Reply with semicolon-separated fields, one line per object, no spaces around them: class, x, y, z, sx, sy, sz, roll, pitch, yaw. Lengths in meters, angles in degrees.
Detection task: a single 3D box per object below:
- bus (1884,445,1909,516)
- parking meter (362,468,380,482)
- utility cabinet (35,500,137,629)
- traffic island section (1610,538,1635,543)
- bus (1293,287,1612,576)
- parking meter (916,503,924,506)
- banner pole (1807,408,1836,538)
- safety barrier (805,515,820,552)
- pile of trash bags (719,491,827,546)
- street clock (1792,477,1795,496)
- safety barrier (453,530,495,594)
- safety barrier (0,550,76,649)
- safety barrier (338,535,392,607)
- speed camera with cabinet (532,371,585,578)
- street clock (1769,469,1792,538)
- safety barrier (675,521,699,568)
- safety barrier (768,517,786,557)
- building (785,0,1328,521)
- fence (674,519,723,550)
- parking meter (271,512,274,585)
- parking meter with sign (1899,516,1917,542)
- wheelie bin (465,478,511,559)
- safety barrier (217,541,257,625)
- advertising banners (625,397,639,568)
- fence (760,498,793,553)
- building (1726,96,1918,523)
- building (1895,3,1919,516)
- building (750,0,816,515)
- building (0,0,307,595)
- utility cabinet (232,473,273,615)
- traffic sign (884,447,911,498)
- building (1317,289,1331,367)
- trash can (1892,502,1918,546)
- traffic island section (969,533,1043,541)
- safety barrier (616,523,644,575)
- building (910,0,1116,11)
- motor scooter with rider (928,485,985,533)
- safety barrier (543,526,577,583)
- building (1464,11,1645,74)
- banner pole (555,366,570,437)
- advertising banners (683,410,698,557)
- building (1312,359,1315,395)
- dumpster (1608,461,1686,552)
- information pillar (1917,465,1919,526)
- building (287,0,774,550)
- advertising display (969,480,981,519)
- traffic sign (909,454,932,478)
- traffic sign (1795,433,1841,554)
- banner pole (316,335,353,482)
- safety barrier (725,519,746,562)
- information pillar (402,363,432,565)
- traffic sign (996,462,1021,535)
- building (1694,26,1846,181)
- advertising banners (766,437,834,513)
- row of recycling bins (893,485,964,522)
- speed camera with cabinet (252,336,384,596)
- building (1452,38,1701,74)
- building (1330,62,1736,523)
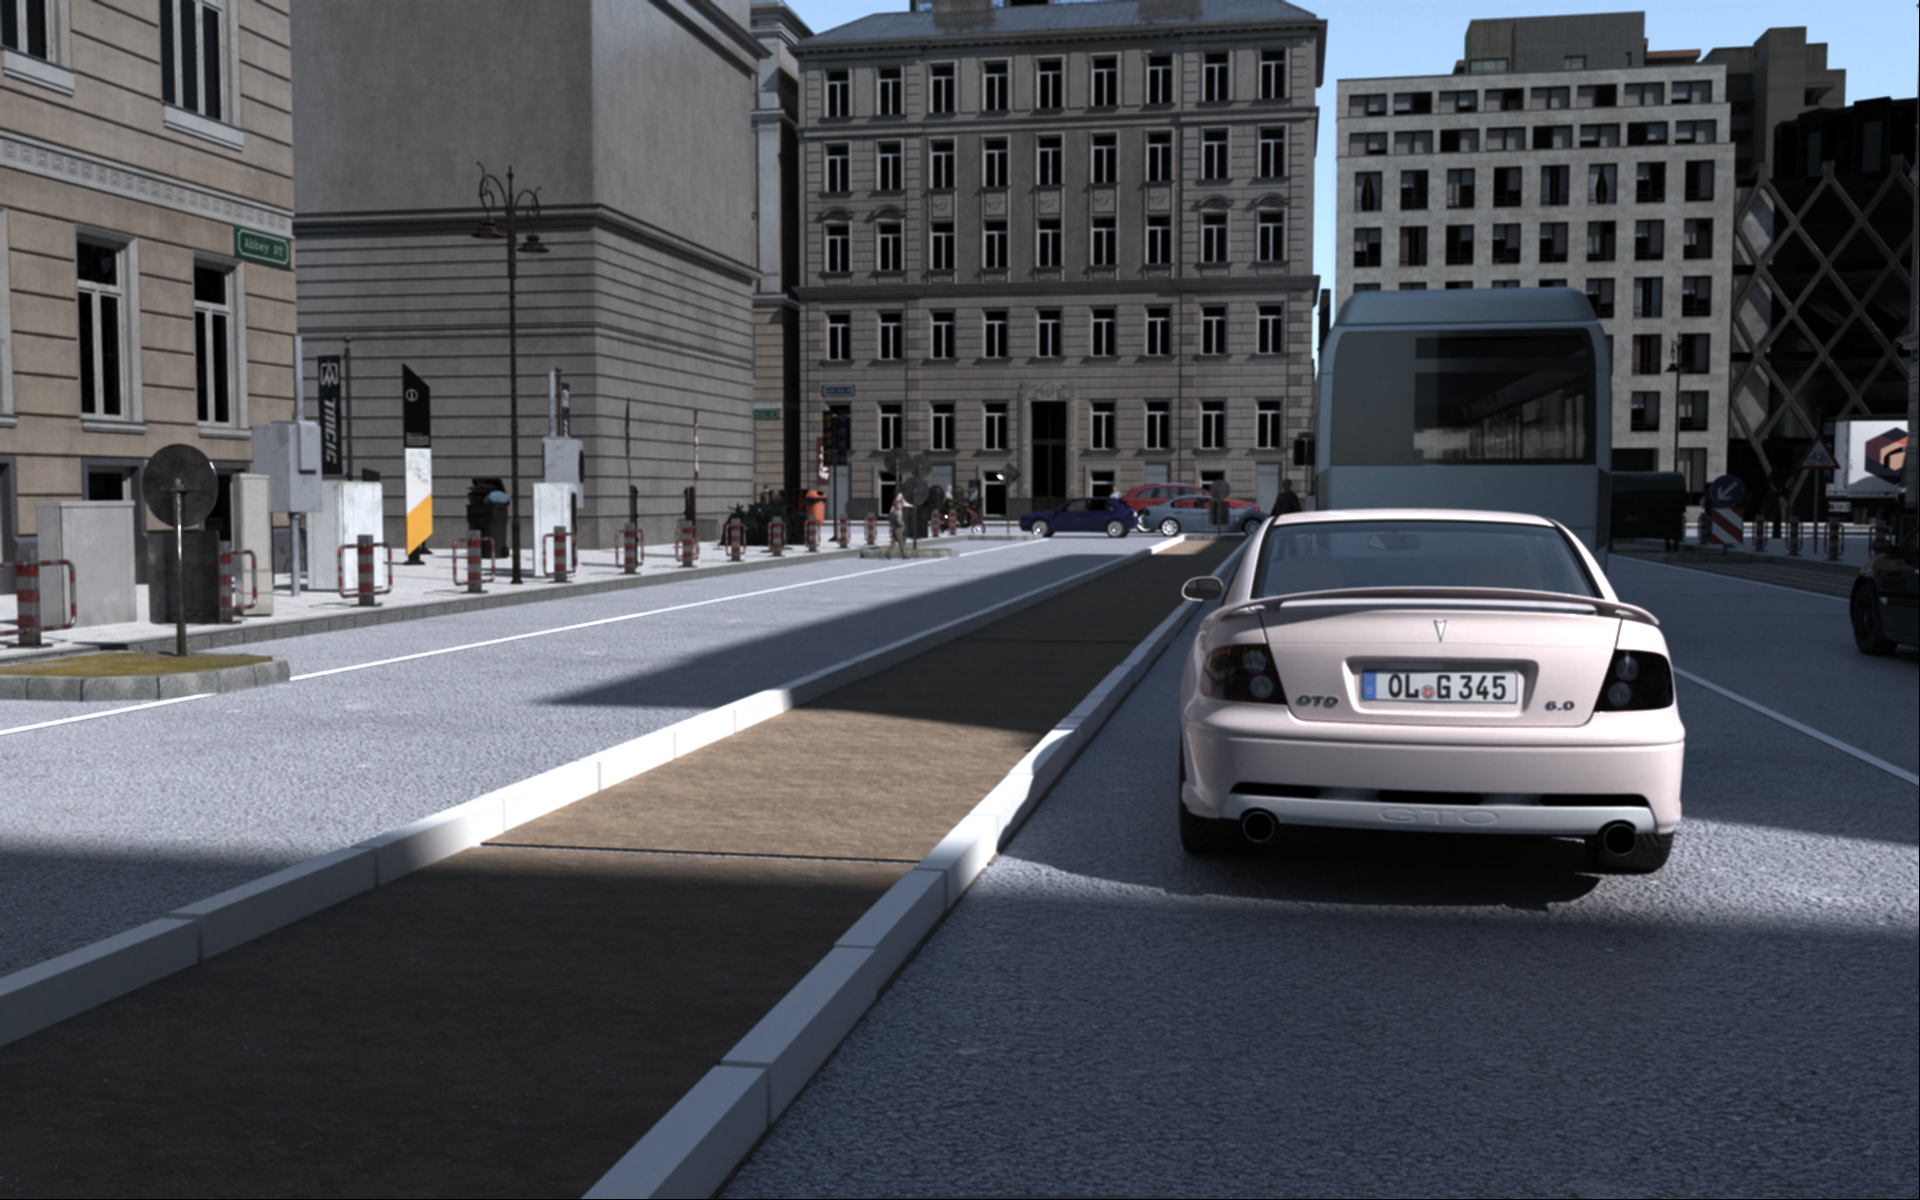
bus;37.889;-4.049;57.756;12.252;3.916;2.896;1;4;12
parking meter;-13.257;-2.041;39.085;0.399;1.863;0.255;-2;4;-24
utility cabinet;-8.527;-0.352;16.922;0.306;1.237;1.020;1;4;13
traffic island section;18.729;-1.786;51.487;2.009;0.180;2.903;1;4;11
bus;5.744;-1.662;22.039;2.948;3.499;13.247;1;4;11
parking meter;-1.239;-2.569;50.411;0.372;1.533;0.369;0;3;0
banner pole;25.117;-3.693;50.392;0.863;3.779;0.401;-1;4;-16
safety barrier;-3.244;-1.457;38.096;0.300;0.817;1.120;1;4;11
pile of trash bags;-4.476;-2.090;43.917;1.912;1.369;3.447;2;4;29
street clock;35.800;-4.294;74.783;0.358;2.002;0.471;0;4;-6
safety barrier;-6.265;-0.493;22.343;0.300;0.817;1.120;1;4;11
safety barrier;-7.776;-0.011;14.458;0.300;0.817;1.120;1;4;11
safety barrier;-6.764;-0.333;19.719;0.300;0.817;1.120;1;4;11
speed camera with cabinet;-6.299;-2.011;27.216;0.660;3.252;2.038;0;4;-6
street clock;23.679;-2.788;50.155;0.471;2.002;0.358;0;4;-1
safety barrier;-4.754;-0.975;30.212;0.300;0.817;1.120;1;4;11
safety barrier;-3.746;-1.296;35.465;0.300;0.817;1.120;1;4;11
building;5.207;-17.662;86.045;25.104;27.353;12.463;1;4;11
fence;-6.191;-1.559;40.867;0.278;0.683;2.069;-3;4;-37
parking meter;-9.903;-0.982;24.462;0.372;1.533;0.369;0;3;0
parking meter with sign;19.023;-2.257;33.161;1.738;3.016;0.543;1;4;18
wheelie bin;-9.375;-1.623;34.438;0.980;1.594;0.693;1;4;15
safety barrier;-7.275;-0.172;17.082;0.300;0.817;1.120;1;4;11
advertising banners;-5.858;-2.123;30.903;0.090;3.025;2.074;-1;4;-14
fence;-4.133;-1.705;39.075;0.480;1.192;2.264;0;4;1
building;43.905;-13.108;81.762;16.811;18.784;16.820;1;4;11
building;27.721;-12.097;33.948;11.583;22.565;21.152;1;4;11
building;-16.932;-18.679;91.306;20.117;28.700;13.634;1;4;11
building;-18.683;-14.280;19.389;13.634;28.700;20.117;1;4;11
utility cabinet;-7.584;-0.606;18.588;0.318;1.500;1.173;-2;4;-26
traffic sign;-1.710;-2.886;47.287;0.768;2.556;0.104;1;4;14
building;56.550;-28.605;239.390;14.107;30.474;14.160;1;4;11
trash can;17.809;-1.266;32.353;0.748;1.137;0.748;0;3;0
traffic island section;1.502;-1.988;54.785;2.009;0.180;2.903;1;4;11
safety barrier;-5.258;-0.814;27.589;0.300;0.817;1.120;1;4;11
building;7.332;-54.137;197.803;31.000;86.520;22.319;1;4;11
motor scooter with rider;-0.123;-3.076;59.255;1.986;1.779;0.876;1;4;9
safety barrier;-5.763;-0.654;24.966;0.300;0.817;1.120;1;4;11
building;51.090;-28.653;152.076;14.154;41.232;14.086;1;4;11
banner pole;-7.841;-2.707;34.277;0.401;3.779;0.863;0;4;6
advertising banners;-5.507;-2.410;35.595;0.090;3.025;2.074;0;4;-1
building;36.427;-24.815;250.760;28.899;21.520;27.650;1;4;11
dumpster;16.926;-2.337;43.168;1.985;2.255;1.502;1;4;10
information pillar;16.957;-1.580;30.324;0.304;2.012;0.304;2;4;34
building;-18.530;-12.551;47.006;24.055;21.916;13.314;1;4;11
advertising display;0.651;-4.416;77.408;0.123;1.923;0.974;-2;4;-26
traffic sign;-1.276;-3.381;55.388;0.768;2.556;0.104;1;4;12
traffic sign;18.395;-2.273;37.174;0.884;2.594;0.081;1;4;15
banner pole;-9.856;-2.291;27.476;0.863;3.779;0.401;2;4;25
safety barrier;-4.253;-1.136;32.841;0.300;0.817;1.120;1;4;11
information pillar;-9.814;-2.443;31.291;0.504;3.616;0.183;-3;4;-38
traffic sign;1.526;-3.124;54.719;0.795;2.450;0.064;1;4;11
building;81.753;-34.382;185.853;21.600;48.544;21.300;1;4;11
advertising banners;-4.906;-3.484;53.153;2.074;3.025;0.090;0;4;-8
row of recycling bins;-1.481;-4.517;80.964;3.534;1.692;1.069;1;4;19
speed camera with cabinet;-8.328;-1.724;22.525;0.660;3.252;2.038;1;4;14
building;59.486;-31.655;172.189;22.147;44.769;28.867;1;4;11
building;26.190;-13.886;81.787;16.860;20.320;10.420;1;4;11
